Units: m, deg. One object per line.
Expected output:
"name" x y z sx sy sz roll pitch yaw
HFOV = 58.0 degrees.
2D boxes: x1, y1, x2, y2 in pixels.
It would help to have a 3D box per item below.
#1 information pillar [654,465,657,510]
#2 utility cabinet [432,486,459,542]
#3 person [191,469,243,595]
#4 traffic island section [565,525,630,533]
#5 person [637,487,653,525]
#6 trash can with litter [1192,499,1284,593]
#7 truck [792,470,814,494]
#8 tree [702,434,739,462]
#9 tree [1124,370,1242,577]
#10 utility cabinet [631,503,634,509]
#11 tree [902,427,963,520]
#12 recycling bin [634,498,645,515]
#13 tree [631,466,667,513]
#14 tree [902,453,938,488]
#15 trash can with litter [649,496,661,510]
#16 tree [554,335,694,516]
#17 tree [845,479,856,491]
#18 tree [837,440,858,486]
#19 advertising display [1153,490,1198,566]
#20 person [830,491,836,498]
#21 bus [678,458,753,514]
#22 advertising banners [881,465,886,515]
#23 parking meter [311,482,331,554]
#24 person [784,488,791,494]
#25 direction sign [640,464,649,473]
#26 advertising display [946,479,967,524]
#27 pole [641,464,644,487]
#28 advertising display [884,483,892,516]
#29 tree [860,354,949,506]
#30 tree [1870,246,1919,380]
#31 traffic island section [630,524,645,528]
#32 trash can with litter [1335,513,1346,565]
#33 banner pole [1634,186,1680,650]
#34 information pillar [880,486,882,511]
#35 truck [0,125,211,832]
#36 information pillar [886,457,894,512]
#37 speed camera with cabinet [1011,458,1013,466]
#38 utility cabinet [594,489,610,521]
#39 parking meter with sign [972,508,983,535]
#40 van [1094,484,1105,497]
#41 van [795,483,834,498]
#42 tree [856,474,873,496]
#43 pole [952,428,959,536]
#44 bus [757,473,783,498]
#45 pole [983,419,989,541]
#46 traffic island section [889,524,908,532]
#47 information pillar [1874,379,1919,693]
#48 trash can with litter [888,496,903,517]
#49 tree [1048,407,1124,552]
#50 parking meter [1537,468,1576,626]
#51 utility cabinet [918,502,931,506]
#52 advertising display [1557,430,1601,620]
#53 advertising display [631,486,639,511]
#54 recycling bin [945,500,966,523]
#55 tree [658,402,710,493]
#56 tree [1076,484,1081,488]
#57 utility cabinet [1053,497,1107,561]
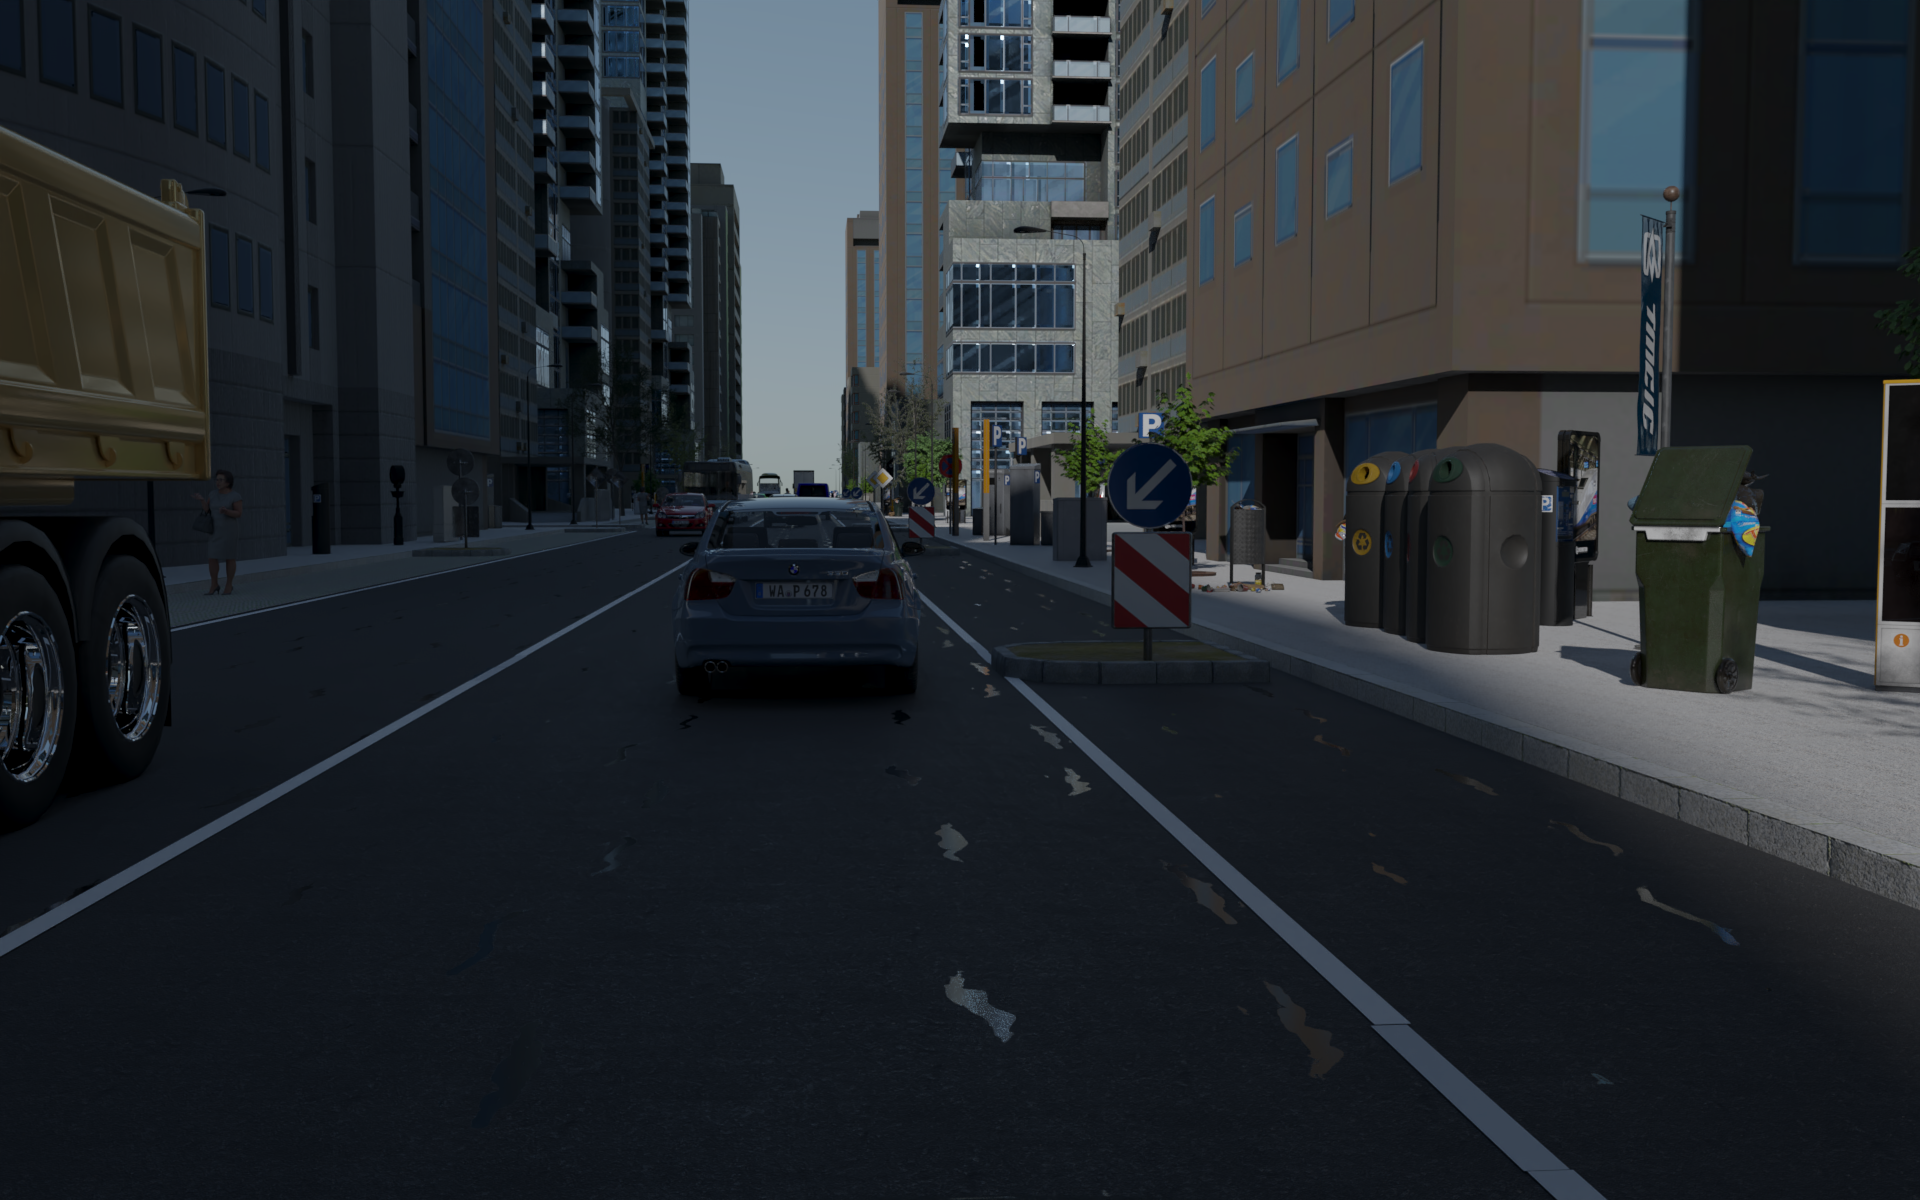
"information pillar" -24.685 -9.103 140.193 0.183 3.616 0.504 -1 4 -15
"utility cabinet" -13.764 -2.302 46.319 0.318 1.500 1.173 0 4 3
"person" -10.493 -0.949 24.376 0.716 1.782 0.532 0 4 8
"traffic island section" -13.730 -2.636 65.384 2.009 0.180 2.903 0 4 -5
"person" -14.586 -4.370 80.303 0.716 1.782 0.532 0 4 -1
"trash can with litter" 3.450 -0.738 23.123 2.233 1.210 1.678 -1 4 -23
"truck" -18.782 -13.423 208.372 2.839 4.237 11.283 0 4 -5
"tree" -28.554 -15.761 208.057 4.360 8.622 3.978 0 3 0
"tree" 3.544 -1.990 27.138 1.663 3.219 1.824 0 3 0
"utility cabinet" -27.142 -8.228 145.682 1.020 1.237 0.306 1 4 12
"tree" -1.371 -6.203 85.130 4.285 4.588 4.351 0 3 0
"recycling bin" -20.024 -5.857 108.319 0.722 1.027 0.722 -1 4 -15
"tree" -20.826 -7.473 116.785 1.663 3.219 1.824 0 3 0
"tree" -1.789 -5.294 81.150 1.663 3.219 1.824 0 3 0
"trash can with litter" -24.843 -8.009 142.005 2.233 1.210 1.678 1 4 22
"tree" -19.682 -10.199 101.174 8.767 10.594 7.601 0 4 -2
"tree" -12.348 -12.545 199.719 1.663 3.219 1.824 0 3 0
"tree" -14.622 -17.233 232.129 4.737 8.622 4.395 0 3 0
"advertising display" 3.790 -1.571 30.894 0.974 1.923 0.123 -1 4 -22
"person" -11.029 -8.739 152.326 0.756 1.711 0.436 3 5 40
"bus" -12.110 -5.649 87.223 2.948 3.499 13.247 0 4 -3
"advertising banners" -4.636 -6.665 105.167 0.090 3.025 2.074 0 4 4
"parking meter" -13.645 -1.747 36.969 0.372 1.533 0.369 0 3 0
"person" -10.239 -5.774 103.089 0.511 1.800 0.466 0 4 -1
"direction sign" -23.510 -8.389 129.161 0.876 3.537 0.379 2 4 32
"advertising display" -0.157 -4.302 75.547 0.974 1.923 0.123 2 4 27
"pole" -21.612 -7.599 118.090 0.158 3.312 0.155 0 3 0
"advertising display" -4.277 -5.907 101.786 0.123 1.923 0.974 -2 4 -29
"tree" -2.667 -8.566 90.416 4.360 8.622 3.978 0 3 0
"tree" 10.802 -2.041 17.084 4.285 4.588 4.351 0 3 0
"traffic island section" -14.423 -3.123 73.340 2.009 0.180 2.903 0 4 -5
"trash can with litter" 4.402 -0.465 18.993 0.624 1.170 1.055 1 4 9
"banner pole" 5.625 -1.467 14.007 0.401 3.779 0.863 3 5 41
"information pillar" -5.365 -7.117 120.858 0.304 2.012 0.304 1 4 15
"truck" -4.981 -0.548 4.890 3.469 3.379 9.791 0 4 -6
"information pillar" -4.417 -7.231 109.576 0.504 3.616 0.183 1 4 14
"speed camera with cabinet" 2.166 -6.137 94.671 2.038 3.252 0.660 3 5 40
"utility cabinet" -16.805 -4.448 81.411 0.318 1.500 1.173 1 4 10
"parking meter with sign" 1.174 -3.494 53.387 1.738 3.016 0.543 2 4 34
"van" 7.593 -3.976 72.011 4.112 2.044 2.013 0 4 -5
"van" -8.216 -5.681 97.275 2.240 2.365 5.245 0 4 -4
"tree" -8.585 -10.325 163.415 1.663 3.219 1.824 0 3 0
"pole" -0.138 -3.627 53.143 0.158 3.312 0.155 0 3 0
"bus" -22.425 -12.984 203.833 2.896 3.916 12.252 0 4 -7
"pole" 0.718 -3.274 47.368 0.158 3.312 0.155 0 3 0
"traffic island section" -2.929 -2.693 66.316 2.009 0.180 2.903 0 4 -5
"information pillar" 6.156 -0.415 11.270 0.304 2.012 0.304 2 4 31
"trash can with litter" -3.671 -5.282 97.749 0.624 1.170 1.055 -3 5 -42
"tree" 3.012 -2.683 38.467 1.663 3.219 1.824 0 3 0
"parking meter" 5.809 -0.521 16.925 0.372 1.533 0.369 0 3 0
"utility cabinet" -1.937 -5.242 94.387 0.318 1.500 1.173 -1 4 -23
"advertising display" 6.337 -0.768 17.770 0.123 1.923 0.974 3 4 38
"advertising display" -24.461 -7.710 131.279 0.974 1.923 0.123 1 4 18
"recycling bin" -0.195 -3.938 76.932 0.722 1.027 0.722 1 4 23
"tree" -22.064 -11.362 136.137 4.737 8.622 4.395 0 3 0
"tree" 7.420 -6.720 93.589 4.285 4.588 4.351 0 3 0
"utility cabinet" 2.310 -1.360 33.398 1.020 1.237 0.306 -1 4 -16
